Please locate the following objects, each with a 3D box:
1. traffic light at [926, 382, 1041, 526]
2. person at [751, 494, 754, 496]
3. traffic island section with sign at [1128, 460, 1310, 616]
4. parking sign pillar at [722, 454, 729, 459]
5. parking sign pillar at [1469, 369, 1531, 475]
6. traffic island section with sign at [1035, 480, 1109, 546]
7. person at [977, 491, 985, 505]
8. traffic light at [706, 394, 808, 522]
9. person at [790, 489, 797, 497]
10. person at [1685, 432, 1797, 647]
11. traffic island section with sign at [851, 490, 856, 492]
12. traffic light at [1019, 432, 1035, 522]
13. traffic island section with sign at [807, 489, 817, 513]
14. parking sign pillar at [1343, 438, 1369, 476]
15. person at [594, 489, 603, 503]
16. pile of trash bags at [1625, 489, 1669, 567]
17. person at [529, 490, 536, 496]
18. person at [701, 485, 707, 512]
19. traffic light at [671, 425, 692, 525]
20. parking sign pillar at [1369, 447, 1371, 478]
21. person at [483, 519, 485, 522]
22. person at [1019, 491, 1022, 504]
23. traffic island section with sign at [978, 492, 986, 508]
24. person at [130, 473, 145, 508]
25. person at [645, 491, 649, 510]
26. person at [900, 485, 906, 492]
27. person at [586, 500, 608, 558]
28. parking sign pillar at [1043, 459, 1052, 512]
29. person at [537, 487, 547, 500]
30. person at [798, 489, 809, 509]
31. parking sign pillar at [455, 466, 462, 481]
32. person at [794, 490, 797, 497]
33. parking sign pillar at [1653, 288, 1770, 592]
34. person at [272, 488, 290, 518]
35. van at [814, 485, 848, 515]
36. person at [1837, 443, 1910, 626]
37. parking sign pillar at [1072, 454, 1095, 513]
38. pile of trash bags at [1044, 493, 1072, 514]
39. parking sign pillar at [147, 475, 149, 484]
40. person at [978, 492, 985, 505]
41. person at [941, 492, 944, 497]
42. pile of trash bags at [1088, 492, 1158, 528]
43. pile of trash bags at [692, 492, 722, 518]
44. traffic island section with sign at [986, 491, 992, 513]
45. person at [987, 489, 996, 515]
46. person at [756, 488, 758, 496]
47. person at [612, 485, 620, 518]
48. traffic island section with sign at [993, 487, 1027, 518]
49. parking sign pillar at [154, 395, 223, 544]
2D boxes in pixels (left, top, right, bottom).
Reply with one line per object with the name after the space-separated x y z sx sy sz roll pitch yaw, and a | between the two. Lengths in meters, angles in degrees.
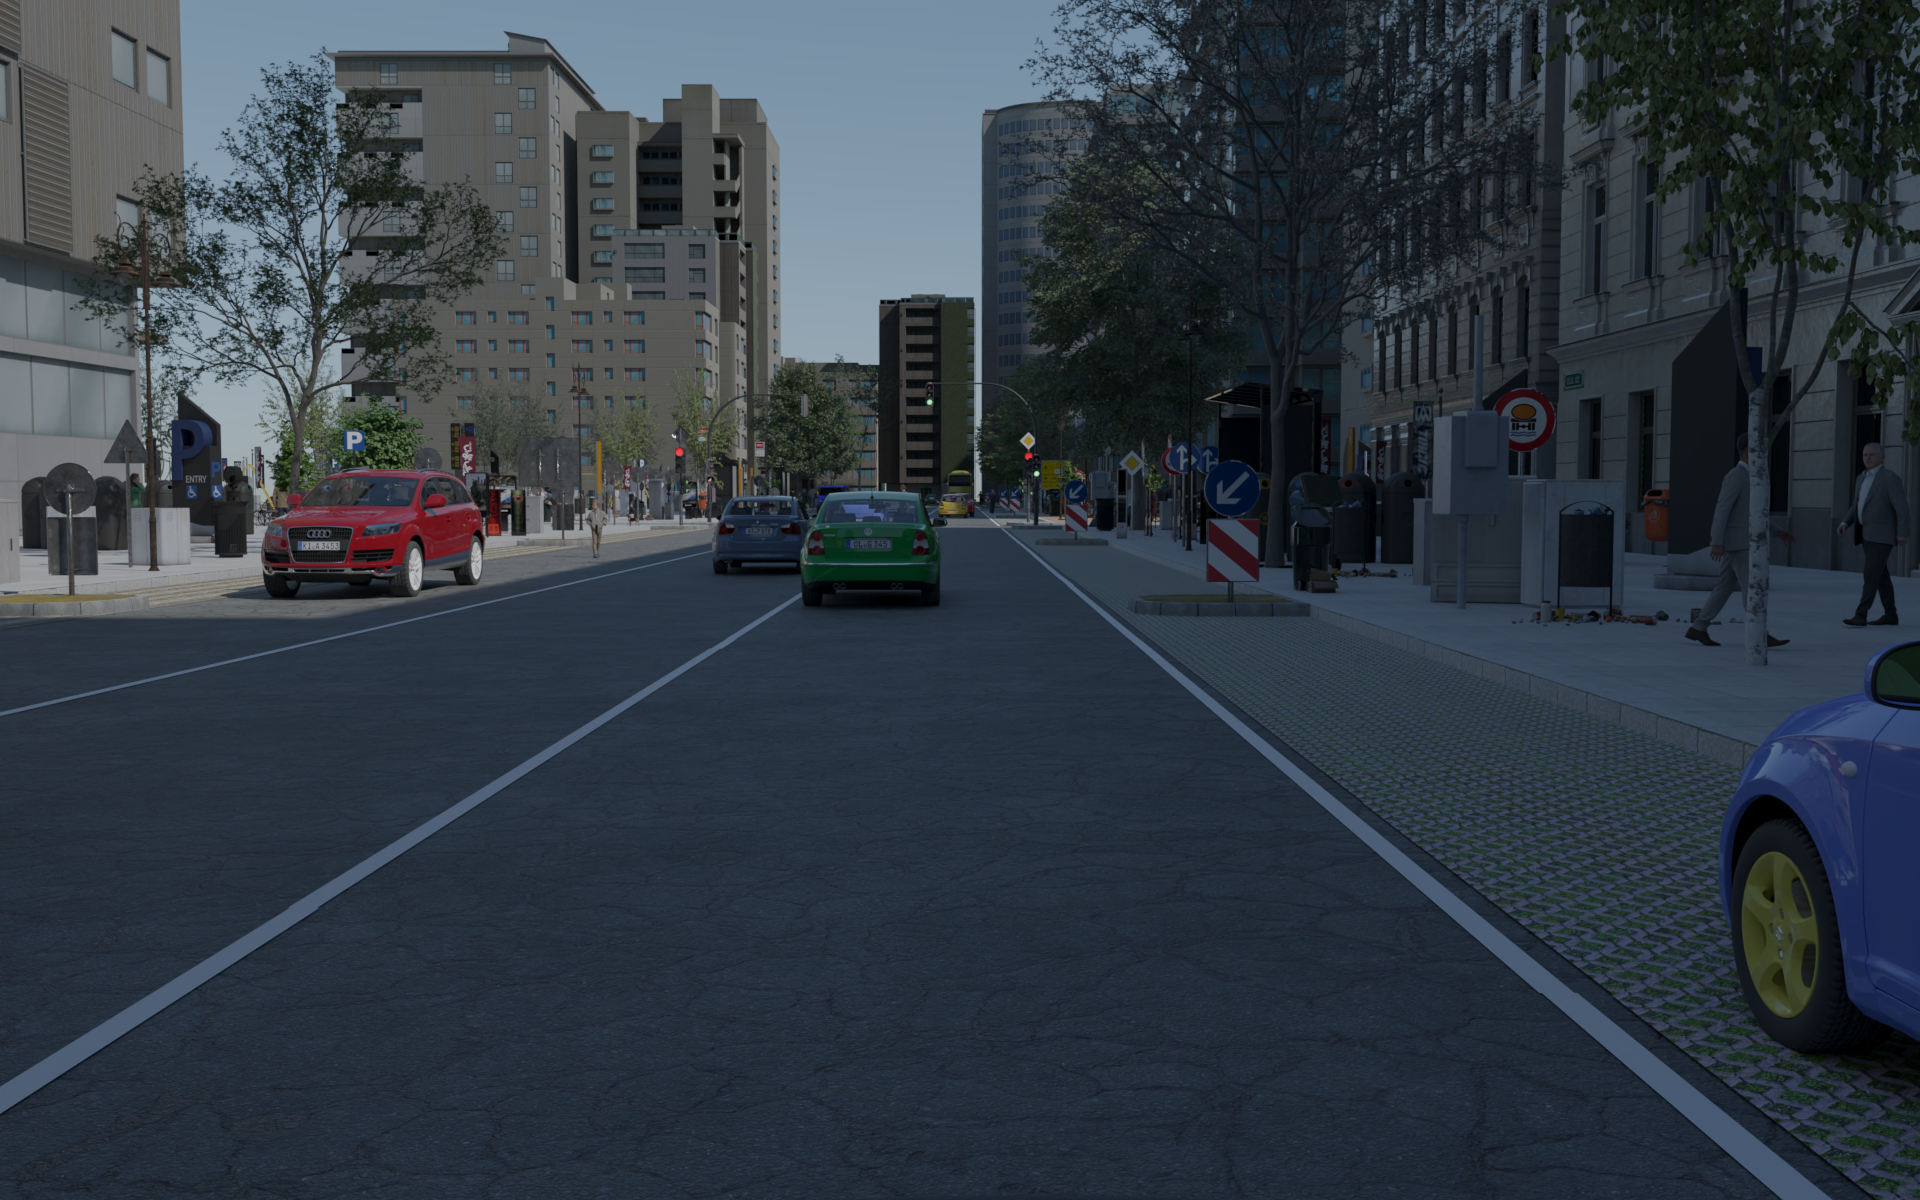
0.991 -5.864 70.540 4.771 5.953 1.251 0 3 0 | traffic light
-14.730 -6.890 122.958 0.640 1.303 0.475 -3 5 -41 | person
3.087 -0.761 21.078 1.989 1.847 2.006 0 3 0 | traffic island section with sign
-15.209 -7.732 114.887 1.447 3.967 1.447 1 4 14 | parking sign pillar
11.776 -3.021 37.868 1.447 3.967 1.447 3 5 40 | parking sign pillar
3.111 -2.453 48.735 1.989 1.847 2.006 0 3 0 | traffic island section with sign
2.641 -13.048 221.780 1.348 1.831 0.705 3 5 41 | person
-9.281 -6.362 78.692 4.771 5.953 1.251 0 3 0 | traffic light
-17.910 -11.015 185.770 1.348 1.869 0.705 1 4 8 | person
6.501 -0.497 14.435 0.850 1.792 0.678 2 4 35 | person
-11.010 -10.523 180.685 1.989 1.847 2.006 0 3 0 | traffic island section with sign
3.088 -5.489 78.665 0.839 4.253 0.868 0 3 0 | traffic light
-11.044 -7.445 130.352 1.989 1.847 2.006 0 3 0 | traffic island section with sign
18.704 -5.799 83.290 1.447 3.967 1.447 0 4 5 | parking sign pillar
-18.791 -5.125 89.856 0.581 1.822 0.654 -3 4 -37 | person
11.566 -1.334 31.564 1.912 1.369 3.447 -2 4 -31 | pile of trash bags
-23.333 -5.250 94.475 0.503 1.515 0.523 0 4 -7 | person
-14.643 -5.686 99.111 0.778 1.811 0.616 -2 4 -25 | person
-11.379 -5.000 70.674 0.839 4.253 0.868 0 3 0 | traffic light
20.257 -5.944 85.652 1.447 3.967 1.447 3 4 37 | parking sign pillar
-21.807 -4.193 78.874 0.394 1.301 0.425 0 4 7 | person
8.009 -13.730 231.087 0.434 1.755 0.990 -2 4 -24 | person
3.202 -10.555 181.202 1.989 1.847 2.006 0 3 0 | traffic island section with sign
-20.198 -2.208 42.393 0.529 1.795 0.600 -2 4 -24 | person
-26.173 -8.408 143.691 0.721 1.800 0.419 -1 4 -13 | person
-2.280 -3.832 71.184 0.654 1.822 0.581 -1 4 -15 | person
-8.175 -1.607 39.044 0.475 1.303 0.640 -1 4 -21 | person
6.740 -8.378 125.451 1.447 3.967 1.447 -1 4 -18 | parking sign pillar
-21.282 -4.968 88.113 0.563 1.720 0.643 -2 4 -27 | person
-11.140 -6.764 119.307 1.509 1.804 0.699 0 4 4 | person
-37.708 -8.747 131.492 1.447 3.967 1.447 -2 4 -29 | parking sign pillar
-21.079 -13.197 221.914 0.705 1.812 1.348 0 4 5 | person
10.174 -2.133 23.353 1.447 3.967 1.447 -1 4 -15 | parking sign pillar
-19.255 -2.662 49.474 0.656 1.842 0.836 -3 5 -42 | person
-8.831 -7.103 120.513 2.240 2.365 5.245 0 4 1 | van
8.803 -0.632 16.772 0.834 1.777 0.661 -1 4 -20 | person
9.001 -8.381 125.504 1.447 3.967 1.447 2 4 32 | parking sign pillar
6.392 -6.047 108.617 1.912 1.369 3.447 0 4 -6 | pile of trash bags
-49.365 -7.195 106.114 1.447 3.967 1.447 0 4 -6 | parking sign pillar
2.892 -13.308 226.809 1.217 1.735 0.721 -1 4 -16 | person
-2.313 -13.433 228.794 0.621 1.740 0.551 -1 4 -18 | person
6.519 -3.503 67.028 1.912 1.369 3.447 -2 4 -31 | pile of trash bags
-13.716 -5.077 92.754 1.912 1.369 3.447 0 4 -6 | pile of trash bags
3.172 -7.480 130.933 1.989 1.847 2.006 0 3 0 | traffic island section with sign
2.217 -6.810 120.268 0.576 1.772 0.534 -2 4 -29 | person
-19.648 -9.908 167.983 0.705 1.831 1.348 -1 4 -20 | person
-18.799 -5.374 94.476 0.524 1.755 0.480 1 4 14 | person
3.146 -5.795 103.383 1.989 1.847 2.006 0 3 0 | traffic island section with sign
-20.000 -3.481 45.379 1.447 3.967 1.447 1 4 20 | parking sign pillar
